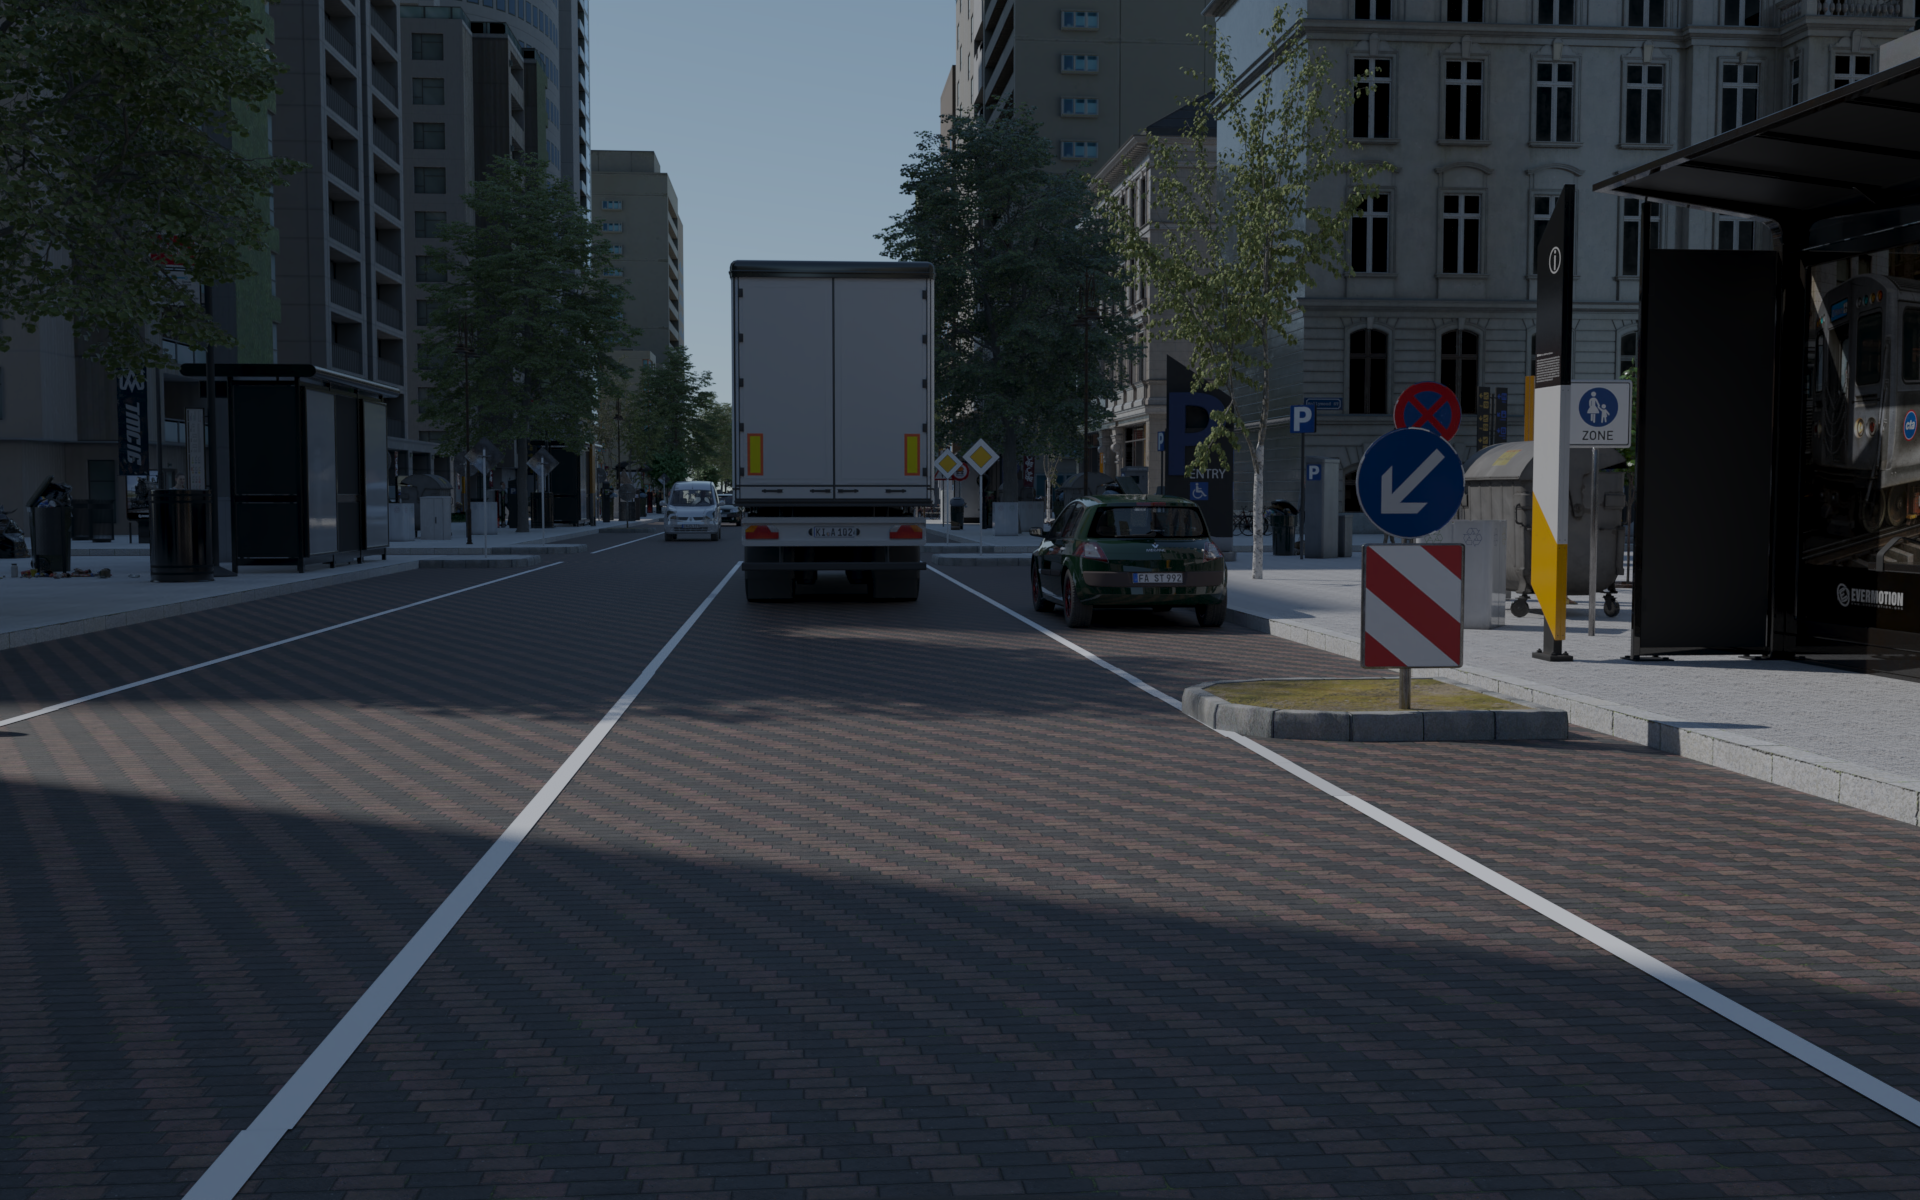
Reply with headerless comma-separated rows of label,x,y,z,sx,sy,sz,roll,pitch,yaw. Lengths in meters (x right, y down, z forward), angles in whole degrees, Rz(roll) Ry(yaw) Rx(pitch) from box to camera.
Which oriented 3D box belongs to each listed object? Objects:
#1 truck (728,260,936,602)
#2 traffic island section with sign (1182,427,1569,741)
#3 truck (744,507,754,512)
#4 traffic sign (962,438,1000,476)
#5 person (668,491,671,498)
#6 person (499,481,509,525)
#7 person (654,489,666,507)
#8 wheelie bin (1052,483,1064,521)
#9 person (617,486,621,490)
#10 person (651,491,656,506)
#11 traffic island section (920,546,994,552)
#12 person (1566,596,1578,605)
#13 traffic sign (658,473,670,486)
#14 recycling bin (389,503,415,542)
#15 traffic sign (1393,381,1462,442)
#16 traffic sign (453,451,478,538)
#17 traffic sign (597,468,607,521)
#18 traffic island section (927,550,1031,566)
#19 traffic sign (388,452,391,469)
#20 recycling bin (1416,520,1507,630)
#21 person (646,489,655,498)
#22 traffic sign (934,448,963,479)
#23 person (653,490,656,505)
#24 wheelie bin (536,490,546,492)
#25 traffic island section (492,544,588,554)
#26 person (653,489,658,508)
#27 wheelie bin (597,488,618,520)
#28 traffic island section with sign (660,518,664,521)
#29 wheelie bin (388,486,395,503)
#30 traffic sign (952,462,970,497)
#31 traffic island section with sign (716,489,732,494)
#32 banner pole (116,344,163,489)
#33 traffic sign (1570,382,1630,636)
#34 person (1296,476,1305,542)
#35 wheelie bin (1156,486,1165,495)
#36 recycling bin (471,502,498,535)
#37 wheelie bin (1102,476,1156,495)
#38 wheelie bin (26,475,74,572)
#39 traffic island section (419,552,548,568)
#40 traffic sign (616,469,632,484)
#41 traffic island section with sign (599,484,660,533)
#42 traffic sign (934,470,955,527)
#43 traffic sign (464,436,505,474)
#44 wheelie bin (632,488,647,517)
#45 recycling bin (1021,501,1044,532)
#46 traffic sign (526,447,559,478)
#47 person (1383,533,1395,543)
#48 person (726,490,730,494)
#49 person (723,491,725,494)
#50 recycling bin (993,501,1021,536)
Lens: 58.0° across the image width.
truck,-1.989,-2.294,26.425,2.839,4.237,11.283,0,4,-5
traffic island section with sign,2.488,-0.145,10.999,1.989,1.847,2.006,0,4,-5
truck,-16.468,-9.459,144.411,2.967,4.110,18.799,0,4,-4
traffic sign,0.454,-2.060,35.865,0.795,2.593,0.064,0,4,-5
person,-34.869,-12.281,208.298,0.415,1.643,0.593,-3,4,-38
person,-18.634,-3.968,71.099,0.592,1.802,0.473,-3,4,-36
person,-29.052,-9.913,168.216,1.348,1.812,0.705,-1,4,-9
wheelie bin,3.081,-2.578,50.062,0.693,1.594,0.980,-1,4,-23
person,-19.956,-5.839,101.850,0.599,1.781,0.374,2,4,28
person,-32.082,-10.610,180.982,0.593,1.643,0.415,-2,4,-25
traffic island section,-0.270,-1.322,43.900,2.009,0.180,2.903,0,4,-5
person,7.046,-0.579,20.172,0.373,1.253,0.362,-1,4,-21
traffic sign,-18.435,-6.613,107.858,0.795,2.593,0.064,0,4,4
recycling bin,-15.256,-2.101,46.905,0.722,1.027,0.722,0,4,7
traffic sign,5.270,-1.194,19.622,0.768,2.556,0.104,0,4,-1
traffic sign,-14.493,-3.106,50.883,0.768,2.556,0.104,0,4,-3
traffic sign,-17.402,-5.096,83.419,0.768,2.556,0.104,0,4,-1
traffic island section,0.477,-0.836,35.950,2.009,0.180,2.903,0,4,-5
traffic sign,-15.514,-2.812,46.087,0.768,2.556,0.104,0,4,2
recycling bin,4.856,-0.259,16.782,0.722,1.027,0.722,2,4,29
person,-31.966,-10.503,177.857,1.348,1.812,0.705,-3,5,-42
traffic sign,-0.292,-2.546,43.815,0.795,2.593,0.064,0,4,-5
person,-36.256,-12.200,205.526,0.705,1.822,1.348,-3,5,-40
wheelie bin,-20.707,-4.755,85.648,0.980,1.594,0.693,3,5,43
traffic island section,-10.367,-1.265,42.960,2.009,0.180,2.903,0,4,-5
person,-28.895,-9.680,165.044,0.721,1.736,1.217,2,4,28
wheelie bin,-17.191,-4.688,84.555,0.980,1.594,0.693,-1,4,-16
traffic island section with sign,-15.033,-5.132,92.543,1.989,1.847,2.006,0,4,-5
wheelie bin,-22.187,-3.633,67.305,0.693,1.594,0.980,2,4,29
traffic sign,-0.003,-4.153,68.008,0.768,2.556,0.104,0,4,1
traffic island section with sign,-19.689,-8.168,142.167,1.989,1.847,2.006,0,4,-5
banner pole,-13.620,-2.380,28.930,0.863,3.779,0.401,-1,4,-18
traffic sign,5.710,-0.823,15.589,0.606,2.300,0.079,0,4,-3
person,9.251,-2.422,45.825,0.728,1.800,0.709,-3,4,-39
wheelie bin,8.011,-3.667,67.862,0.980,1.594,0.693,1,4,21
recycling bin,-15.080,-2.571,54.591,0.722,1.027,0.722,3,5,40
wheelie bin,2.926,-1.415,31.043,0.693,1.594,0.980,2,4,33
wheelie bin,-15.098,-1.276,28.767,0.693,1.594,0.980,-2,4,-33
traffic island section,-9.621,-0.779,35.010,2.009,0.180,2.903,0,4,-5
traffic sign,-17.525,-5.525,90.341,0.884,2.594,0.081,0,4,0
traffic island section with sign,-12.425,-3.439,64.853,1.989,1.847,2.006,0,4,-5
traffic sign,-0.650,-4.130,67.536,0.884,2.594,0.081,0,4,-5
traffic sign,-9.598,-2.003,34.945,0.795,2.593,0.064,0,4,-5
wheelie bin,-17.867,-5.422,96.564,0.980,1.594,0.693,1,4,21
recycling bin,2.397,-2.858,59.275,0.722,1.027,0.722,-2,4,-26
traffic sign,-10.345,-2.490,42.895,0.795,2.593,0.064,0,4,-5
person,10.329,-1.763,41.591,0.475,1.303,0.640,3,4,38
person,-21.638,-9.354,161.522,1.350,1.814,0.705,-2,4,-23
person,-27.265,-11.630,199.329,0.721,1.739,1.217,1,4,12
recycling bin,1.387,-2.474,53.006,0.722,1.027,0.722,0,4,-5
